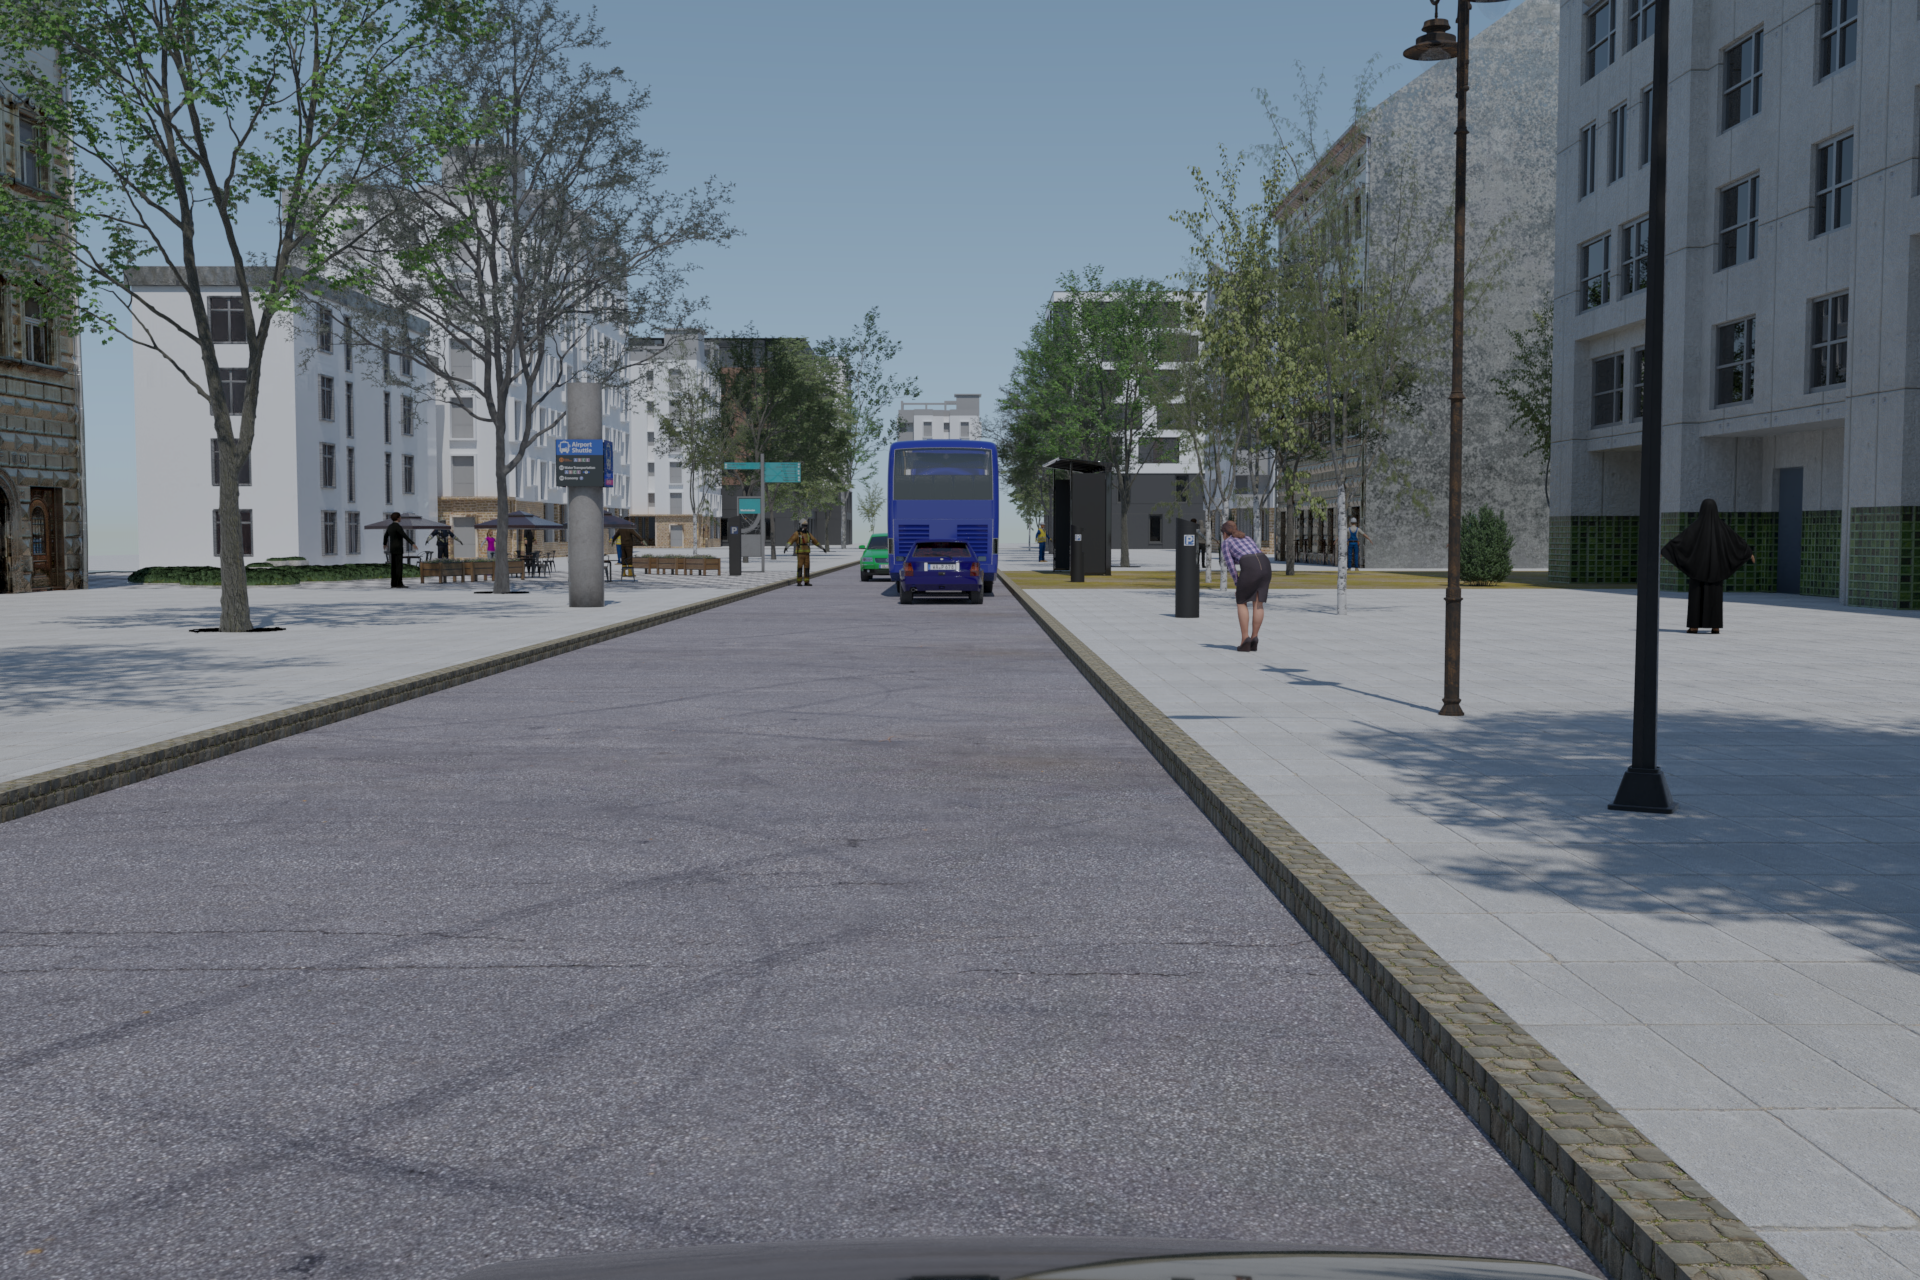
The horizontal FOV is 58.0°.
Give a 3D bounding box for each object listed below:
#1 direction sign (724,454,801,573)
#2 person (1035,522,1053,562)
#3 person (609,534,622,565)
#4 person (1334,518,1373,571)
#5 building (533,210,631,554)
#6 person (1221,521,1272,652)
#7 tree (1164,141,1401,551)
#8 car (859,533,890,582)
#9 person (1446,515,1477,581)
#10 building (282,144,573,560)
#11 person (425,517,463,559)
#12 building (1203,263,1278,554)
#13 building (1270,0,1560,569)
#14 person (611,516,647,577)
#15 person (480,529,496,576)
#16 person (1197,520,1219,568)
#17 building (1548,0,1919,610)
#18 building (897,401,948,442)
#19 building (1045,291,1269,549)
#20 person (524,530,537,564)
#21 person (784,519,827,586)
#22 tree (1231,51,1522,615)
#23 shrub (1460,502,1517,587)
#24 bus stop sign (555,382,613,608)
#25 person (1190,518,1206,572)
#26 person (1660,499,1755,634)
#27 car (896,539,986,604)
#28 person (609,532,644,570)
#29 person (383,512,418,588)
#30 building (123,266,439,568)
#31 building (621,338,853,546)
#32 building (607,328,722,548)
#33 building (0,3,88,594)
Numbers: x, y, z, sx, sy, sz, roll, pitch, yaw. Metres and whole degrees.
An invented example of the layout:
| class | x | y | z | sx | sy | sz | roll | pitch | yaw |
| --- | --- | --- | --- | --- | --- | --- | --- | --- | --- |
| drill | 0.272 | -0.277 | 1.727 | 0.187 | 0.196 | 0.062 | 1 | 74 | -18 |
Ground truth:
| class | x | y | z | sx | sy | sz | roll | pitch | yaw |
| --- | --- | --- | --- | --- | --- | --- | --- | --- | --- |
| direction sign | -6.560 | -4.246 | 58.184 | 2.525 | 3.948 | 1.411 | 0 | 4 | 0 |
| person | 3.771 | -4.467 | 79.012 | 0.705 | 1.833 | 1.349 | 3 | 4 | 36 |
| person | -14.296 | -4.039 | 72.497 | 0.721 | 1.772 | 1.216 | 2 | 4 | 25 |
| person | 13.746 | -3.345 | 60.544 | 1.347 | 1.847 | 0.705 | 1 | 4 | 12 |
| building | -27.008 | -15.043 | 102.373 | 16.016 | 20.090 | 11.380 | 0 | 4 | 1 |
| person | 3.095 | -0.592 | 18.950 | 0.421 | 1.427 | 0.697 | -2 | 4 | -29 |
| tree | 5.860 | -5.044 | 32.828 | 4.737 | 8.622 | 4.395 | 0 | 3 | 0 |
| car | -2.129 | -2.745 | 53.680 | 1.959 | 1.807 | 4.718 | 0 | 3 | 0 |
| person | 13.984 | -2.518 | 47.304 | 1.347 | 1.817 | 0.704 | 0 | 4 | 7 |
| building | -26.878 | -14.007 | 85.433 | 16.016 | 20.090 | 11.380 | 0 | 4 | 0 |
| person | -17.547 | -3.243 | 58.799 | 1.354 | 1.856 | 0.705 | -3 | 5 | -42 |
| building | 22.419 | -16.241 | 121.967 | 16.016 | 20.090 | 11.380 | 0 | 4 | 0 |
| building | 24.219 | -14.786 | 72.674 | 19.493 | 23.208 | 18.063 | 0 | 3 | 0 |
| person | -9.959 | -2.800 | 51.917 | 1.346 | 1.812 | 0.704 | 2 | 4 | 29 |
| person | -14.308 | -2.674 | 52.990 | 0.599 | 1.433 | 0.991 | 2 | 4 | 34 |
| person | 9.081 | -3.614 | 65.224 | 1.348 | 1.813 | 0.705 | 2 | 4 | 27 |
| building | 24.178 | -10.019 | 30.265 | 16.747 | 18.905 | 31.486 | 0 | 3 | 0 |
| building | -8.285 | -23.173 | 237.748 | 11.380 | 20.090 | 16.016 | 0 | 4 | 4 |
| building | 21.777 | -19.450 | 161.989 | 27.936 | 21.610 | 32.646 | 0 | 3 | 0 |
| person | -16.828 | -3.777 | 67.695 | 0.705 | 1.837 | 1.347 | 0 | 4 | 4 |
| person | -4.282 | -2.401 | 47.478 | 1.354 | 1.858 | 0.705 | -3 | 4 | -36 |
| tree | 5.942 | -4.711 | 27.395 | 4.360 | 8.622 | 3.978 | 0 | 3 | 0 |
| shrub | 12.839 | -2.356 | 42.558 | 1.661 | 2.075 | 1.752 | 0 | 3 | 0 |
| bus stop sign | -6.577 | -2.531 | 30.400 | 0.837 | 3.901 | 0.837 | 0 | 4 | -1 |
| person | 7.846 | -3.172 | 58.046 | 0.705 | 1.806 | 1.347 | -3 | 5 | -41 |
| person | 9.594 | -0.949 | 22.301 | 1.214 | 1.737 | 0.721 | 1 | 4 | 9 |
| car | -0.398 | -1.475 | 36.693 | 1.945 | 1.354 | 3.894 | 0 | 4 | -1 |
| person | -11.843 | -3.391 | 61.707 | 1.348 | 1.796 | 0.705 | 1 | 4 | 15 |
| person | -13.346 | -2.137 | 41.122 | 1.347 | 1.806 | 0.705 | 3 | 4 | 39 |
| building | -25.436 | -7.723 | 68.422 | 9.099 | 9.664 | 28.070 | 0 | 4 | 0 |
| building | -26.932 | -21.567 | 196.595 | 27.936 | 21.610 | 32.646 | 0 | 4 | -1 |
| building | -28.897 | -18.584 | 160.263 | 16.016 | 20.090 | 11.380 | 0 | 4 | 1 |
| building | -29.450 | -12.202 | 30.428 | 19.493 | 23.208 | 18.063 | 0 | 4 | 0 |
